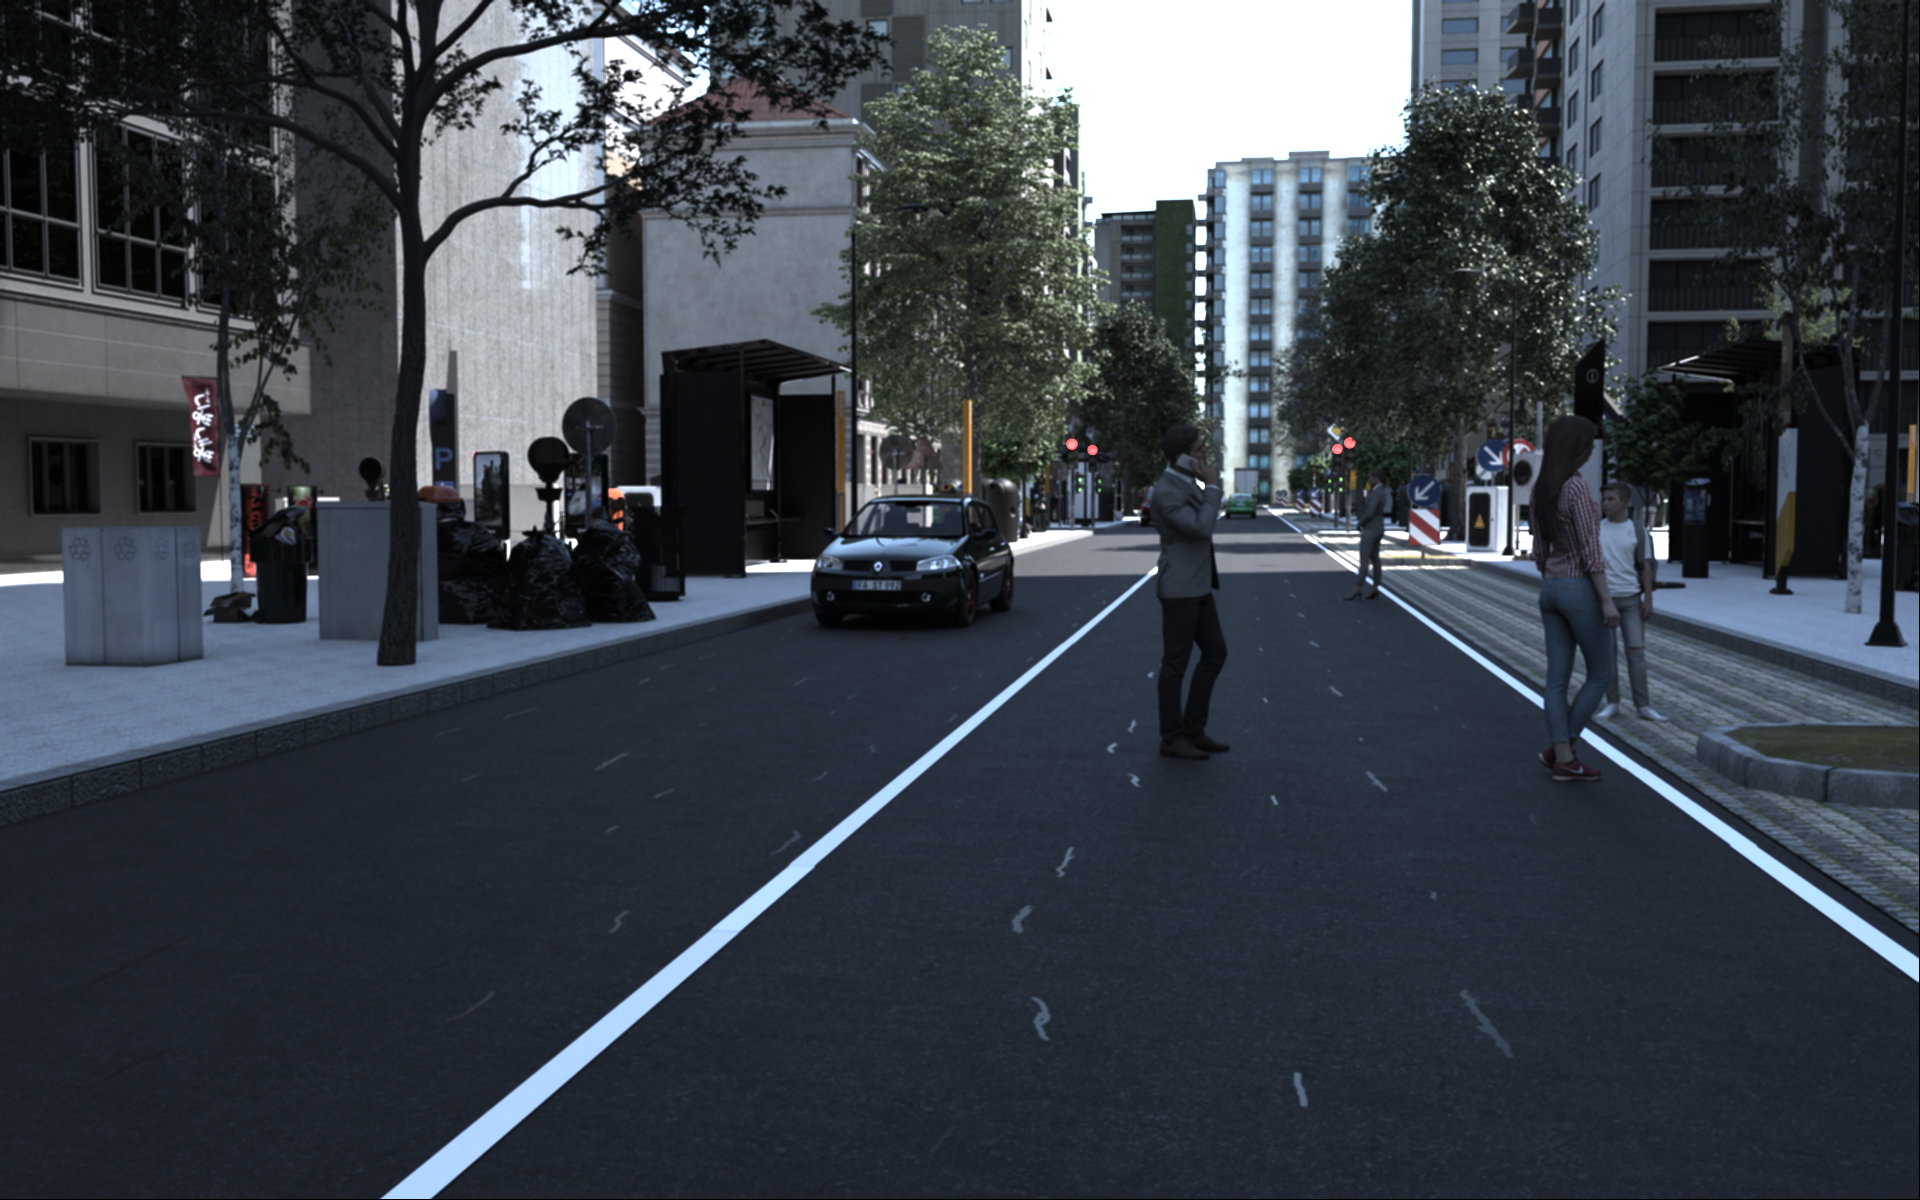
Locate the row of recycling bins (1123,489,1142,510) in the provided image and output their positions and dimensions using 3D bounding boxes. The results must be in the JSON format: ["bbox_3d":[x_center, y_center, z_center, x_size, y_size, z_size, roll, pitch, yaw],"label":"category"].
[{"bbox_3d":[14.614,-7.953,137.136,3.534,1.692,1.069,1,4,22],"label":"row of recycling bins"}]

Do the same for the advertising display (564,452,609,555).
[{"bbox_3d":[-5.841,-1.338,27.090,0.974,1.923,0.123,3,5,41],"label":"advertising display"}]

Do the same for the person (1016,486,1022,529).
[{"bbox_3d":[2.103,-3.410,64.795,0.519,1.759,0.362,3,5,42],"label":"person"}]

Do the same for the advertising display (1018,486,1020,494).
[{"bbox_3d":[4.192,-7.419,126.512,0.974,1.923,0.123,1,4,17],"label":"advertising display"}]

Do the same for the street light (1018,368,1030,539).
[{"bbox_3d":[2.357,-4.686,49.160,1.470,5.913,1.316,1,4,9],"label":"street light"}]

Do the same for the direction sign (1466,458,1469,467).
[{"bbox_3d":[31.238,-7.063,107.471,0.876,3.537,0.379,-2,4,-29],"label":"direction sign"}]

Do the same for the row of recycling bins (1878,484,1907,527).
[{"bbox_3d":[36.046,-3.769,68.737,3.534,1.692,1.069,2,4,32],"label":"row of recycling bins"}]

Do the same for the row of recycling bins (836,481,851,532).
[{"bbox_3d":[-3.728,-2.869,54.014,1.069,1.692,3.534,0,4,1],"label":"row of recycling bins"}]

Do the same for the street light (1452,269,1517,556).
[{"bbox_3d":[10.858,-3.870,35.821,1.470,5.913,1.316,1,4,9],"label":"street light"}]

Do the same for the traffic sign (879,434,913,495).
[{"bbox_3d":[-1.374,-2.254,36.961,0.768,2.556,0.104,1,4,16],"label":"traffic sign"}]

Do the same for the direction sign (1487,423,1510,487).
[{"bbox_3d":[17.191,-3.875,55.360,0.876,3.537,0.379,-1,4,-22],"label":"direction sign"}]

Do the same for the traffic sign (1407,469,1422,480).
[{"bbox_3d":[23.268,-5.417,88.678,0.768,2.556,0.104,1,4,14],"label":"traffic sign"}]

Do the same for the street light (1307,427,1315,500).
[{"bbox_3d":[24.386,-8.892,117.929,1.470,5.913,1.316,1,4,9],"label":"street light"}]

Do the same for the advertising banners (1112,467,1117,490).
[{"bbox_3d":[8.918,-6.919,109.314,2.074,3.025,0.090,1,4,16],"label":"advertising banners"}]

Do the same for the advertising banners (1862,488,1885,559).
[{"bbox_3d":[17.588,-2.360,34.774,0.090,3.025,2.074,-2,4,-34],"label":"advertising banners"}]

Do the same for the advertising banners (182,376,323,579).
[{"bbox_3d":[-10.730,-1.845,26.355,2.074,3.025,0.090,-3,5,-42],"label":"advertising banners"}]

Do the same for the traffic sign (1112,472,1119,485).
[{"bbox_3d":[7.387,-5.122,84.927,0.795,2.450,0.064,1,4,10],"label":"traffic sign"}]

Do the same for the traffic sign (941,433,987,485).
[{"bbox_3d":[0.461,-3.881,57.331,2.265,3.308,0.079,1,4,16],"label":"traffic sign"}]

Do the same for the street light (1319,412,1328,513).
[{"bbox_3d":[20.921,-7.595,96.715,1.470,5.913,1.316,1,4,9],"label":"street light"}]

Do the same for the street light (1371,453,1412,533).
[{"bbox_3d":[14.394,-5.192,57.432,1.470,5.913,1.316,1,4,9],"label":"street light"}]

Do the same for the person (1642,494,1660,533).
[{"bbox_3d":[23.636,-3.101,59.395,0.606,1.804,0.583,1,4,11],"label":"person"}]

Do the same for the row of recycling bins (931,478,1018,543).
[{"bbox_3d":[0.490,-2.434,46.916,1.069,1.692,3.534,-2,4,-28],"label":"row of recycling bins"}]

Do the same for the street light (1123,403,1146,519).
[{"bbox_3d":[8.780,-7.084,88.363,1.470,5.913,1.316,1,4,9],"label":"street light"}]

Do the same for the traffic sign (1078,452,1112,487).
[{"bbox_3d":[6.326,-5.565,84.862,2.265,3.308,0.079,1,4,13],"label":"traffic sign"}]

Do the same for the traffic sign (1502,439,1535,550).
[{"bbox_3d":[12.858,-2.433,39.885,0.768,2.556,0.104,1,4,12],"label":"traffic sign"}]

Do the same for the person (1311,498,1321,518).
[{"bbox_3d":[19.367,-5.266,94.376,0.755,1.850,0.659,3,4,36],"label":"person"}]

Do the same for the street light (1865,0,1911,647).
[{"bbox_3d":[7.330,-2.573,14.617,1.470,5.913,1.316,1,4,9],"label":"street light"}]

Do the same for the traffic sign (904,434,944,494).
[{"bbox_3d":[-0.775,-2.287,37.397,0.884,2.594,0.081,1,4,13],"label":"traffic sign"}]

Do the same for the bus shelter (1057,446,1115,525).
[{"bbox_3d":[5.502,-4.965,75.098,2.014,3.302,5.546,1,4,9],"label":"bus shelter"}]

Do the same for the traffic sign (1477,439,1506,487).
[{"bbox_3d":[12.430,-2.465,40.403,0.768,2.556,0.104,1,4,13],"label":"traffic sign"}]

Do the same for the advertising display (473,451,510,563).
[{"bbox_3d":[-7.123,-1.293,26.355,0.123,1.923,0.974,-3,5,-40],"label":"advertising display"}]

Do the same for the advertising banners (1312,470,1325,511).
[{"bbox_3d":[26.186,-7.925,125.768,0.090,3.025,2.074,-2,4,-25],"label":"advertising banners"}]

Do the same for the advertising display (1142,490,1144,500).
[{"bbox_3d":[13.875,-7.703,131.164,0.123,1.923,0.974,1,4,8],"label":"advertising display"}]

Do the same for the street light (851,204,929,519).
[{"bbox_3d":[-1.186,-3.389,27.958,1.470,5.913,1.316,1,4,9],"label":"street light"}]

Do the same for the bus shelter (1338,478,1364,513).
[{"bbox_3d":[25.618,-7.339,113.921,2.014,3.302,5.546,1,4,9],"label":"bus shelter"}]

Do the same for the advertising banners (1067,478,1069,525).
[{"bbox_3d":[4.445,-4.596,71.338,0.090,3.025,2.074,0,4,5],"label":"advertising banners"}]

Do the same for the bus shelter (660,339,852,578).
[{"bbox_3d":[-3.303,-2.337,29.495,1.731,3.624,6.357,1,4,9],"label":"bus shelter"}]

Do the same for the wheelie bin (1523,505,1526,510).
[{"bbox_3d":[33.896,-5.927,104.810,0.980,1.594,0.693,-1,4,-9],"label":"wheelie bin"}]

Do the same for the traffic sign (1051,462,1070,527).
[{"bbox_3d":[3.922,-4.155,68.038,0.768,2.556,0.104,1,4,15],"label":"traffic sign"}]

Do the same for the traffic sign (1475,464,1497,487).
[{"bbox_3d":[19.471,-3.916,64.140,0.768,2.556,0.104,1,4,16],"label":"traffic sign"}]

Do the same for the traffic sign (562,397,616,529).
[{"bbox_3d":[-4.887,-1.387,22.789,0.768,2.556,0.104,1,4,13],"label":"traffic sign"}]

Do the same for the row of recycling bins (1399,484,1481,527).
[{"bbox_3d":[18.780,-3.704,67.674,3.534,1.692,1.069,-1,4,-15],"label":"row of recycling bins"}]

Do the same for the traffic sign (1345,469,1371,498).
[{"bbox_3d":[25.594,-7.123,110.332,2.265,3.308,0.079,1,4,19],"label":"traffic sign"}]

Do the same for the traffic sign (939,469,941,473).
[{"bbox_3d":[-0.344,-3.571,58.492,0.768,2.556,0.104,1,4,17],"label":"traffic sign"}]

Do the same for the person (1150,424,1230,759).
[{"bbox_3d":[1.265,-0.047,9.448,0.473,1.802,0.592,2,4,31],"label":"person"}]

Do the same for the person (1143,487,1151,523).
[{"bbox_3d":[9.326,-4.730,86.005,0.590,1.801,0.661,0,4,-2],"label":"person"}]

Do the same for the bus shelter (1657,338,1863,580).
[{"bbox_3d":[13.129,-2.305,28.964,1.731,3.624,6.357,1,4,9],"label":"bus shelter"}]

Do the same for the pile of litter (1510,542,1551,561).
[{"bbox_3d":[11.418,-1.180,33.260,1.176,0.858,1.719,-2,4,-26],"label":"pile of litter"}]

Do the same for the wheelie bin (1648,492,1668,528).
[{"bbox_3d":[26.441,-3.536,65.729,0.693,1.594,0.980,3,4,37],"label":"wheelie bin"}]

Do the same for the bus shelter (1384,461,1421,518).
[{"bbox_3d":[23.127,-5.999,92.000,2.014,3.302,5.546,1,4,9],"label":"bus shelter"}]

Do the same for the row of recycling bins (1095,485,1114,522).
[{"bbox_3d":[6.486,-4.564,81.732,1.069,1.692,3.534,-1,4,-11],"label":"row of recycling bins"}]

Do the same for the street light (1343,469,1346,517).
[{"bbox_3d":[17.339,-6.274,75.126,1.470,5.913,1.316,1,4,9],"label":"street light"}]

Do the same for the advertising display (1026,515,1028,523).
[{"bbox_3d":[2.886,-4.237,74.481,0.123,1.923,0.974,1,4,18],"label":"advertising display"}]

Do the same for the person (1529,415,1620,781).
[{"bbox_3d":[3.077,-0.008,8.646,0.388,1.821,0.555,-2,4,-25],"label":"person"}]

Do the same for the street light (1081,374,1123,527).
[{"bbox_3d":[5.408,-5.785,67.133,1.470,5.913,1.316,1,4,9],"label":"street light"}]

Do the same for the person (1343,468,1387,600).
[{"bbox_3d":[5.506,-0.903,23.536,0.573,1.790,0.520,1,4,10],"label":"person"}]

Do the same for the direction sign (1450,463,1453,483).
[{"bbox_3d":[35.841,-8.152,125.288,0.379,3.537,0.876,-3,5,-42],"label":"direction sign"}]

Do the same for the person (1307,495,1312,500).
[{"bbox_3d":[44.530,-12.943,220.651,0.750,1.759,0.617,1,4,12],"label":"person"}]

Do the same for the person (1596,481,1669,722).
[{"bbox_3d":[4.210,0.007,10.982,0.503,1.515,0.523,0,4,-8],"label":"person"}]
